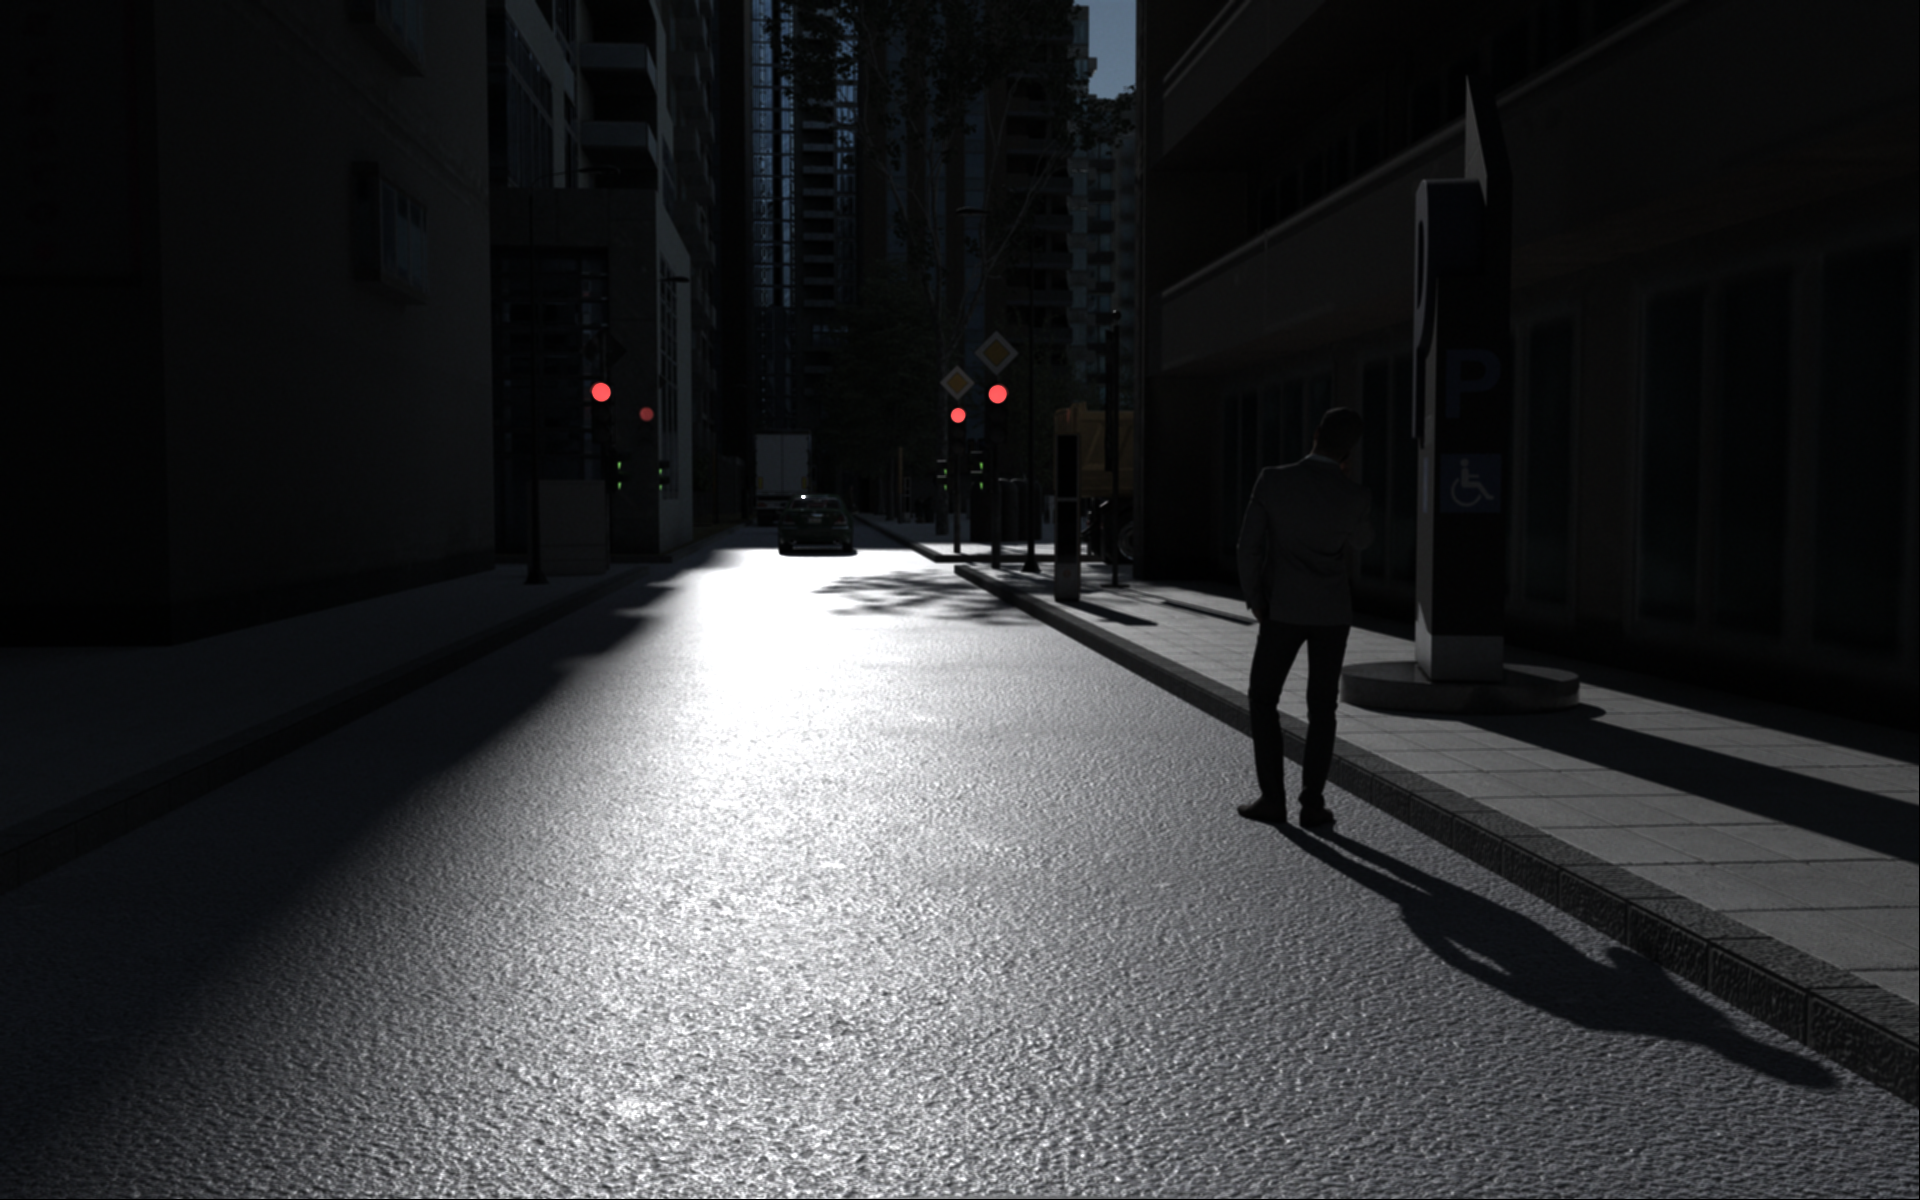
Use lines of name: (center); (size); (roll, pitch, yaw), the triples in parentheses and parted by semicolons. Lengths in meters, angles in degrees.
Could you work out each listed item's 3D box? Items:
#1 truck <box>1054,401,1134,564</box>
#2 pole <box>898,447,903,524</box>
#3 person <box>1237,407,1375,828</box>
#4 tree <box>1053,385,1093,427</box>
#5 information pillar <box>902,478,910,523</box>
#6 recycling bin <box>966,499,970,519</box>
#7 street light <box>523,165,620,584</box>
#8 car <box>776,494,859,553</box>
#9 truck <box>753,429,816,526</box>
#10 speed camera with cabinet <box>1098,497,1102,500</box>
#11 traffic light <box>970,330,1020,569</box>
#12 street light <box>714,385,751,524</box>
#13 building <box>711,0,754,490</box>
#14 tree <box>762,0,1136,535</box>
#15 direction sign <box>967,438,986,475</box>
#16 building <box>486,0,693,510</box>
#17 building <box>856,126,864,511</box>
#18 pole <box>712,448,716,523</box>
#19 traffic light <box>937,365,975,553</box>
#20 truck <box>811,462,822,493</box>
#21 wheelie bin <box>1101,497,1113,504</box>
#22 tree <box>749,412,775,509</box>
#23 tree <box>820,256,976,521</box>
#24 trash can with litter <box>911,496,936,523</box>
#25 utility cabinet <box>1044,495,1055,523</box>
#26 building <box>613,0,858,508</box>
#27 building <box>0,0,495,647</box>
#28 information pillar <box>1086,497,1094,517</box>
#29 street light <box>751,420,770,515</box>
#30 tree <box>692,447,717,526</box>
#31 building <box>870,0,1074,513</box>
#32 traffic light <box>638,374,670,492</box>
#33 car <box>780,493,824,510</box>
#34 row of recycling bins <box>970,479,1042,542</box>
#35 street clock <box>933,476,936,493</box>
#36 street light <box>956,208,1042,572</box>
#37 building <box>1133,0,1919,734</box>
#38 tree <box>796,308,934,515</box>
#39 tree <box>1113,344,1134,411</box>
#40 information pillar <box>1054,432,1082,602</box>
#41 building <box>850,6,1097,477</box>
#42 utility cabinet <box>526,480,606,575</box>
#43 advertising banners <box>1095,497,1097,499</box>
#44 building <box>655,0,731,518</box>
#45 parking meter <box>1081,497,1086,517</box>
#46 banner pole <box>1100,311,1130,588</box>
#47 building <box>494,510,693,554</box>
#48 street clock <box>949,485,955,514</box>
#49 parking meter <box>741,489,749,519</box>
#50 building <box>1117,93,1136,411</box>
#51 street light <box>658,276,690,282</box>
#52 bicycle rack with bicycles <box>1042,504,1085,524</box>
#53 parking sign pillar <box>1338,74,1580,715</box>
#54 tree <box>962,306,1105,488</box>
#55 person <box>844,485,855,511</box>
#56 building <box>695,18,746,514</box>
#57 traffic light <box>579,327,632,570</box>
truck: (6.823, -2.311, 33.703); (9.791, 3.379, 3.469); (0, 4, -4)
pole: (-2.595, -4.961, 74.949); (0.158, 3.312, 0.155); (0, 3, 0)
person: (1.493, 0.069, 7.548); (0.592, 1.802, 0.473); (1, 4, 20)
tree: (7.630, -9.862, 111.606); (4.360, 8.622, 3.978); (0, 3, 0)
information pillar: (-2.416, -4.459, 77.397); (0.304, 2.012, 0.304); (-2, 4, -30)
recycling bin: (0.784, -4.631, 88.265); (0.722, 1.027, 0.722); (2, 4, 28)
street light: (-5.507, -3.184, 24.597); (1.470, 5.913, 1.316); (0, 4, -5)
car: (-3.604, -1.947, 43.637); (2.131, 1.459, 4.920); (0, 4, -3)
truck: (-8.113, -5.584, 80.214); (2.839, 4.237, 11.283); (0, 4, -5)
speed camera with cabinet: (6.406, -4.709, 71.330); (0.660, 3.252, 2.038); (3, 4, 36)
traffic light: (0.601, -2.499, 29.785); (0.839, 4.253, 0.868); (0, 4, -5)
street light: (-9.799, -6.185, 73.662); (1.470, 5.913, 1.316); (0, 4, -5)
building: (-23.840, -29.868, 138.455); (14.600, 45.320, 14.200); (0, 4, -5)
tree: (0.719, -12.057, 53.029); (12.611, 20.169, 13.585); (0, 3, 0)
direction sign: (0.676, -4.809, 70.624); (0.876, 3.537, 0.379); (2, 4, 33)
building: (-35.319, -52.638, 173.301); (31.000, 86.520, 22.319); (0, 4, -5)
building: (-1.198, -22.330, 136.797); (14.160, 30.474, 14.107); (0, 4, -5)
pole: (-10.827, -5.052, 76.437); (0.158, 3.312, 0.155); (0, 3, 0)
traffic light: (-0.081, -2.986, 37.741); (0.839, 4.253, 0.868); (0, 4, -5)
truck: (-13.973, -10.253, 156.555); (2.839, 4.237, 11.283); (0, 4, -4)
wheelie bin: (5.567, -3.372, 63.045); (0.980, 1.594, 0.693); (3, 5, 43)
tree: (-18.796, -12.809, 159.791); (4.737, 8.622, 4.395); (0, 3, 0)
tree: (-2.954, -10.083, 82.989); (7.486, 12.596, 7.792); (0, 3, 0)
trash can with litter: (-1.466, -3.951, 75.985); (0.624, 1.170, 1.055); (3, 5, 40)
utility cabinet: (4.150, -4.011, 76.745); (0.306, 1.237, 1.020); (3, 5, 41)
building: (-23.579, -54.540, 204.395); (31.000, 86.520, 22.319); (0, 4, -5)
building: (-17.476, -24.027, 16.550); (21.600, 48.544, 21.300); (0, 4, -5)
information pillar: (6.912, -5.355, 92.053); (0.304, 2.012, 0.304); (2, 4, 27)
street light: (-12.586, -8.322, 108.610); (1.470, 5.913, 1.316); (0, 4, -5)
tree: (-10.373, -4.579, 69.464); (1.663, 3.219, 1.824); (0, 3, 0)
building: (-0.092, -28.878, 122.260); (14.600, 45.320, 14.200); (0, 4, -5)
traffic light: (-6.667, -2.951, 37.163); (0.839, 4.253, 0.868); (0, 4, -5)
car: (-5.480, -3.296, 62.922); (2.155, 1.783, 4.494); (0, 4, -3)
row of recycling bins: (1.330, -2.464, 47.391); (1.069, 1.692, 3.534); (2, 4, 26)
street clock: (-0.745, -3.622, 63.794); (0.471, 2.002, 0.358); (1, 4, 10)
street light: (0.630, -3.410, 28.294); (1.470, 5.913, 1.316); (0, 4, -5)
building: (14.148, -23.962, 15.481); (21.300, 48.544, 21.600); (0, 4, -5)
tree: (-4.922, -11.514, 105.264); (9.611, 12.733, 9.660); (0, 3, 0)
tree: (8.678, -7.981, 80.849); (4.737, 8.622, 4.395); (0, 3, 0)
information pillar: (1.290, -0.992, 20.713); (0.304, 2.012, 0.304); (0, 4, 7)
building: (0.977, -33.893, 173.763); (23.786, 49.044, 30.456); (0, 4, -5)
utility cabinet: (-6.199, -1.137, 27.264); (1.173, 1.500, 0.318); (-2, 4, -29)
advertising banners: (8.173, -6.530, 102.951); (0.090, 3.025, 2.074); (3, 4, 36)
building: (-24.202, -28.668, 88.322); (23.786, 49.044, 30.456); (0, 4, -5)
parking meter: (7.029, -5.633, 97.815); (0.255, 1.863, 0.399); (3, 5, 44)
banner pole: (2.065, -2.051, 23.552); (0.401, 3.779, 0.863); (1, 4, 19)
building: (-18.862, -45.025, 48.837); (22.319, 86.520, 31.000); (0, 4, -5)
street clock: (-0.597, -6.607, 112.590); (0.471, 2.002, 0.358); (-1, 4, -15)
parking meter: (-10.999, -4.908, 88.652); (0.372, 1.533, 0.369); (0, 3, 0)
building: (21.516, -36.116, 210.108); (30.456, 49.044, 23.786); (0, 4, -5)
street light: (-6.462, -3.947, 37.072); (1.470, 5.913, 1.316); (0, 4, -5)
bicycle rack with bicycles: (4.530, -4.093, 80.301); (2.852, 0.926, 2.925); (-1, 4, -21)
parking sign pillar: (3.075, -1.355, 10.626); (1.447, 3.967, 1.447); (1, 4, 11)
tree: (2.360, -7.125, 66.851); (4.737, 8.622, 4.395); (0, 3, 0)
person: (-4.962, -4.240, 77.742); (0.656, 1.842, 0.836); (1, 4, 20)
building: (-25.587, -41.702, 120.080); (20.563, 71.187, 20.611); (0, 4, -5)
traffic light: (-5.985, -2.464, 29.207); (0.839, 4.253, 0.868); (0, 4, -5)
